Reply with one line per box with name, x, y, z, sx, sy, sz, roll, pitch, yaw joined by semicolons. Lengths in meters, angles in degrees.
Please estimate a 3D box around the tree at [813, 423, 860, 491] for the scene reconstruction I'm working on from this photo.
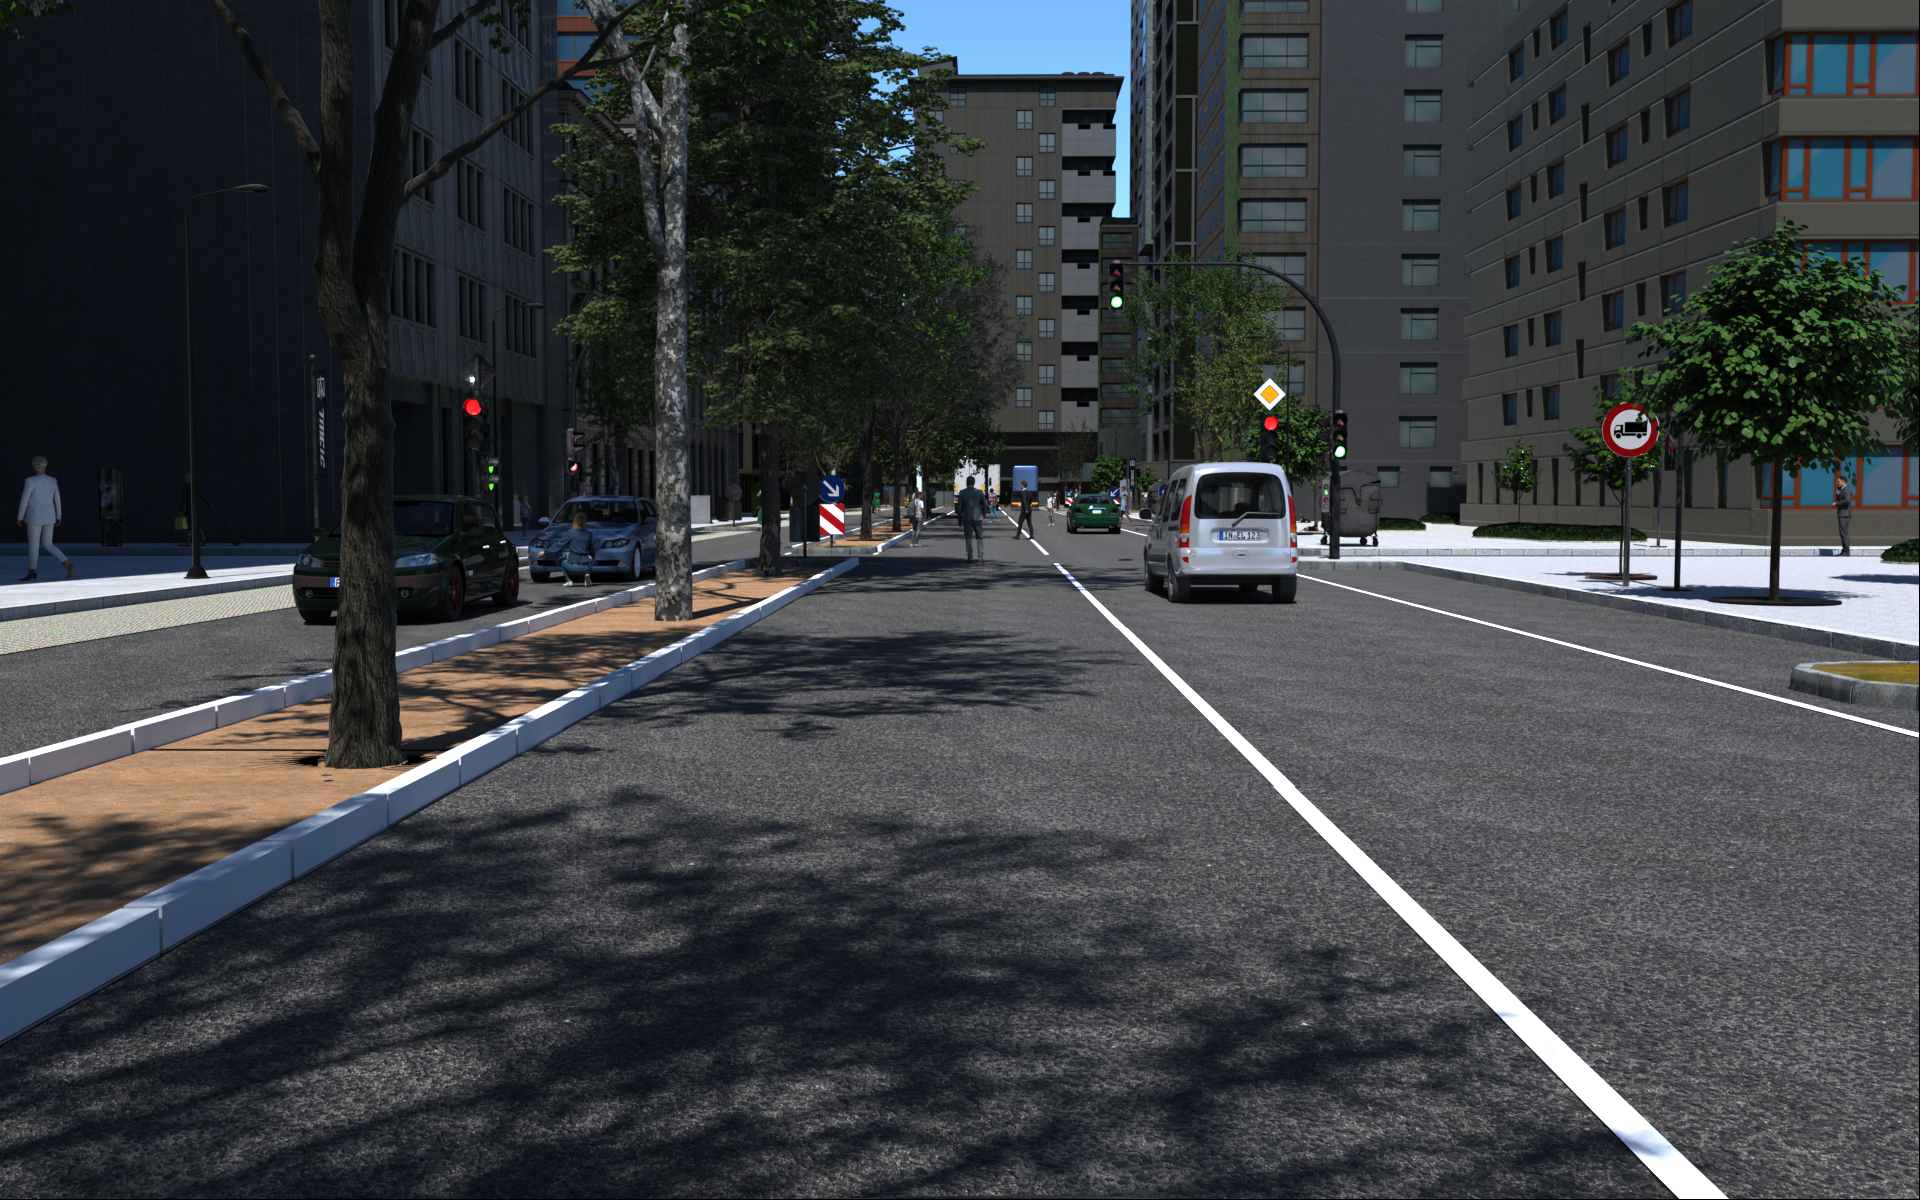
tree;-10.197;-11.502;138.427;4.737;8.622;4.395;0;3;0

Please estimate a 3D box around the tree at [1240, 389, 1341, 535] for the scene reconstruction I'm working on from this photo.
tree;10.420;-4.325;54.433;4.285;4.588;4.351;0;3;0

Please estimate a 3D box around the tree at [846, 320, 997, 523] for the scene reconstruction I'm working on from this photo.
tree;-2.349;-9.111;85.838;8.767;10.594;7.601;0;4;1

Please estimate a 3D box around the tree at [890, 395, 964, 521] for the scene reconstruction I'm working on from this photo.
tree;-1.833;-8.522;92.148;4.737;8.622;4.395;0;3;0

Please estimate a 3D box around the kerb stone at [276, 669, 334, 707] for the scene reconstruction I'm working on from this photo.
kerb stone;-4.545;0.623;12.038;0.120;0.150;1.000;0;4;1

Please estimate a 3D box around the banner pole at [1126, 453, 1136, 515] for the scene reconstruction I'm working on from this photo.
banner pole;10.454;-7.114;106.323;0.863;3.779;0.401;-2;4;-30

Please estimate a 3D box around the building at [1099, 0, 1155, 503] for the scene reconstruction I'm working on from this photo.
building;25.104;-51.719;158.279;22.319;86.520;31.000;0;4;1

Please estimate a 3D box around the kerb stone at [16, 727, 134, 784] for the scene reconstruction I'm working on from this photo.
kerb stone;-4.600;0.813;8.972;0.120;0.150;1.000;0;4;1

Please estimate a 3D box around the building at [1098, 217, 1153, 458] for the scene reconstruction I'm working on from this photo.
building;21.440;-25.129;182.556;14.160;30.474;14.107;0;4;1

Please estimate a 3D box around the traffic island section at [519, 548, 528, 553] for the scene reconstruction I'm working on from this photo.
traffic island section;-9.435;-1.229;42.373;2.009;0.180;2.903;0;4;1

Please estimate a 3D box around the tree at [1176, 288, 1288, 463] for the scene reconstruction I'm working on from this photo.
tree;9.922;-6.856;62.461;4.737;8.622;4.395;0;3;0

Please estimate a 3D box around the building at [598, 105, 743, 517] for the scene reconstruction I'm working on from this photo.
building;-19.795;-15.541;95.892;13.314;21.916;24.055;0;4;1

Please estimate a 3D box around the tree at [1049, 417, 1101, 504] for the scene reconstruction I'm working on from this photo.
tree;11.211;-13.149;165.343;4.360;8.622;3.978;0;3;0

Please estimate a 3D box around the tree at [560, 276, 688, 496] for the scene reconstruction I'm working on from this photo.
tree;-11.184;-6.507;56.753;4.737;8.622;4.395;0;3;0

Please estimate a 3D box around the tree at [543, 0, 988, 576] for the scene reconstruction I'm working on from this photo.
tree;-3.408;-6.704;30.188;7.486;12.596;7.792;0;3;0

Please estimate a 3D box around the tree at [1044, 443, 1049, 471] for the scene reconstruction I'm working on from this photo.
tree;11.678;-14.942;194.671;4.360;8.622;3.978;0;3;0

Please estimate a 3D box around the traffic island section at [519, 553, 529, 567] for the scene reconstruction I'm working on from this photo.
traffic island section;-9.550;-0.741;34.388;2.009;0.180;2.903;0;4;1

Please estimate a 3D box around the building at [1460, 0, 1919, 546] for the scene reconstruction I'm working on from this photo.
building;34.515;-12.877;55.577;28.899;21.520;27.650;0;4;1

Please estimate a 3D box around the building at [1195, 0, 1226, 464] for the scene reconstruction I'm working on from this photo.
building;22.737;-28.085;109.298;14.600;45.320;14.200;0;4;1

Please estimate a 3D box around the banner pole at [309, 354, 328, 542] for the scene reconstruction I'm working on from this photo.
banner pole;-11.442;-2.503;30.942;0.401;3.779;0.863;-3;4;-39

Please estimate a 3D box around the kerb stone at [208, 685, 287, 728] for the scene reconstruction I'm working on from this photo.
kerb stone;-4.559;0.684;11.016;0.120;0.150;1.000;0;4;1

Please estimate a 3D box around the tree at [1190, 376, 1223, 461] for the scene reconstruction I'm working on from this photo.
tree;15.389;-9.145;99.888;4.360;8.622;3.978;0;3;0

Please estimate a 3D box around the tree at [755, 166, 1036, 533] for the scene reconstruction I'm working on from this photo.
tree;-2.320;-9.232;63.772;12.009;13.543;11.850;0;3;0

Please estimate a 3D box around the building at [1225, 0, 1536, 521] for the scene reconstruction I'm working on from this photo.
building;20.219;-24.695;87.355;14.154;41.232;14.086;0;4;1

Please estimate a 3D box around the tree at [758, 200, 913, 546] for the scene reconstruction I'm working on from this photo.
tree;-3.175;-5.509;42.899;4.360;8.622;3.978;0;3;0

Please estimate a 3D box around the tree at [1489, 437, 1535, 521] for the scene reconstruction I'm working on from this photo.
tree;18.312;-3.776;56.341;1.663;3.219;1.824;0;3;0

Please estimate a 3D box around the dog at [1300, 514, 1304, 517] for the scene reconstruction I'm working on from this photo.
dog;15.315;-3.626;77.023;0.550;0.427;0.748;-1;4;-10

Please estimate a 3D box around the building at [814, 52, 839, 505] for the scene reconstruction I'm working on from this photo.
building;-28.113;-34.142;177.822;30.456;49.044;23.786;0;4;1

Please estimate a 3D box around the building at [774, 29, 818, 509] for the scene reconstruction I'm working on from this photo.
building;-20.245;-30.760;153.039;14.600;45.320;14.200;0;4;1

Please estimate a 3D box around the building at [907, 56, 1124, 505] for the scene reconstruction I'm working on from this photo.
building;7.780;-38.430;217.572;27.495;52.752;28.713;0;4;1

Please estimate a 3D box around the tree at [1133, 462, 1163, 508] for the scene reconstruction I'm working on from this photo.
tree;11.095;-6.601;102.535;1.663;3.219;1.824;0;3;0

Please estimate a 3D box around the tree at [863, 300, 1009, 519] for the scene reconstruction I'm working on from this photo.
tree;-1.963;-11.025;99.725;9.611;12.733;9.660;0;3;0

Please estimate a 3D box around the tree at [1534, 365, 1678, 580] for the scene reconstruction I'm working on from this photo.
tree;9.886;-1.932;26.196;1.663;3.219;1.824;0;3;0

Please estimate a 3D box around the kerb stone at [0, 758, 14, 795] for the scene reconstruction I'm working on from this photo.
kerb stone;-4.605;0.872;7.946;0.120;0.150;1.000;0;4;1

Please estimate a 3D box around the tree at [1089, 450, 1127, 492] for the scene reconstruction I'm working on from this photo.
tree;11.283;-8.954;130.112;4.285;4.588;4.351;0;3;0

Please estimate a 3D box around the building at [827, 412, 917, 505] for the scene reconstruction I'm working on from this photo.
building;-20.425;-22.818;218.119;28.899;21.520;27.650;0;4;1

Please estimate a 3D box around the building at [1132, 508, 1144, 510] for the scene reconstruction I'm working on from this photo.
building;23.931;-42.492;133.004;20.563;71.187;20.611;0;4;1

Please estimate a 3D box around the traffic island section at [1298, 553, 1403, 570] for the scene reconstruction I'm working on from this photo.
traffic island section;7.389;-0.725;34.139;2.009;0.180;2.903;0;4;1

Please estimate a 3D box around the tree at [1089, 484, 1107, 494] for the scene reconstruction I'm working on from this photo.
tree;11.665;-9.303;146.702;1.663;3.219;1.824;0;3;0

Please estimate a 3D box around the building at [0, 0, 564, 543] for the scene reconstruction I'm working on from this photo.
building;-21.002;-14.459;54.420;12.078;24.808;19.932;0;4;1

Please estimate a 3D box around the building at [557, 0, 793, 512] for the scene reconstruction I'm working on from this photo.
building;-24.656;-29.166;131.494;22.147;44.769;28.867;0;4;1

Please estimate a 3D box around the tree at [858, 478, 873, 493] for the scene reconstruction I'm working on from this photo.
tree;-9.800;-11.324;179.755;1.663;3.219;1.824;0;3;0

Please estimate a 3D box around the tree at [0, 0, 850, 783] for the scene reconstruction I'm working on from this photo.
tree;-3.036;-4.921;8.671;9.928;11.665;9.643;0;3;0

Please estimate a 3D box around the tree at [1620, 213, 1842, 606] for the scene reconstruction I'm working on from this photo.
tree;9.672;-2.236;20.276;4.285;4.588;4.351;0;3;0

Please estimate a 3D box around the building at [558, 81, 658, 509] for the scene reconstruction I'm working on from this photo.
building;-19.221;-12.819;74.223;10.561;19.102;19.286;0;4;1

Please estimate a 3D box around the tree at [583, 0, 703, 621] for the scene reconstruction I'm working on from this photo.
tree;-4.438;-9.877;19.841;12.611;20.169;13.585;0;3;0

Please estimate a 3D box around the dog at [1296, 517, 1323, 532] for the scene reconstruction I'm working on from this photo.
dog;12.037;-2.542;59.299;0.550;0.427;0.748;-3;4;-36

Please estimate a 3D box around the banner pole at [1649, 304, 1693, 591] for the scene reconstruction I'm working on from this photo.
banner pole;9.554;-2.027;23.150;0.401;3.779;0.863;0;4;4

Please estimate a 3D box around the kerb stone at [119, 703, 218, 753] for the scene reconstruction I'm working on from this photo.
kerb stone;-4.577;0.747;9.993;0.120;0.150;1.000;0;4;1

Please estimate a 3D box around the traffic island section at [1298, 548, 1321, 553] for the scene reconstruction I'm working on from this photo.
traffic island section;7.505;-1.214;42.124;2.009;0.180;2.903;0;4;1
